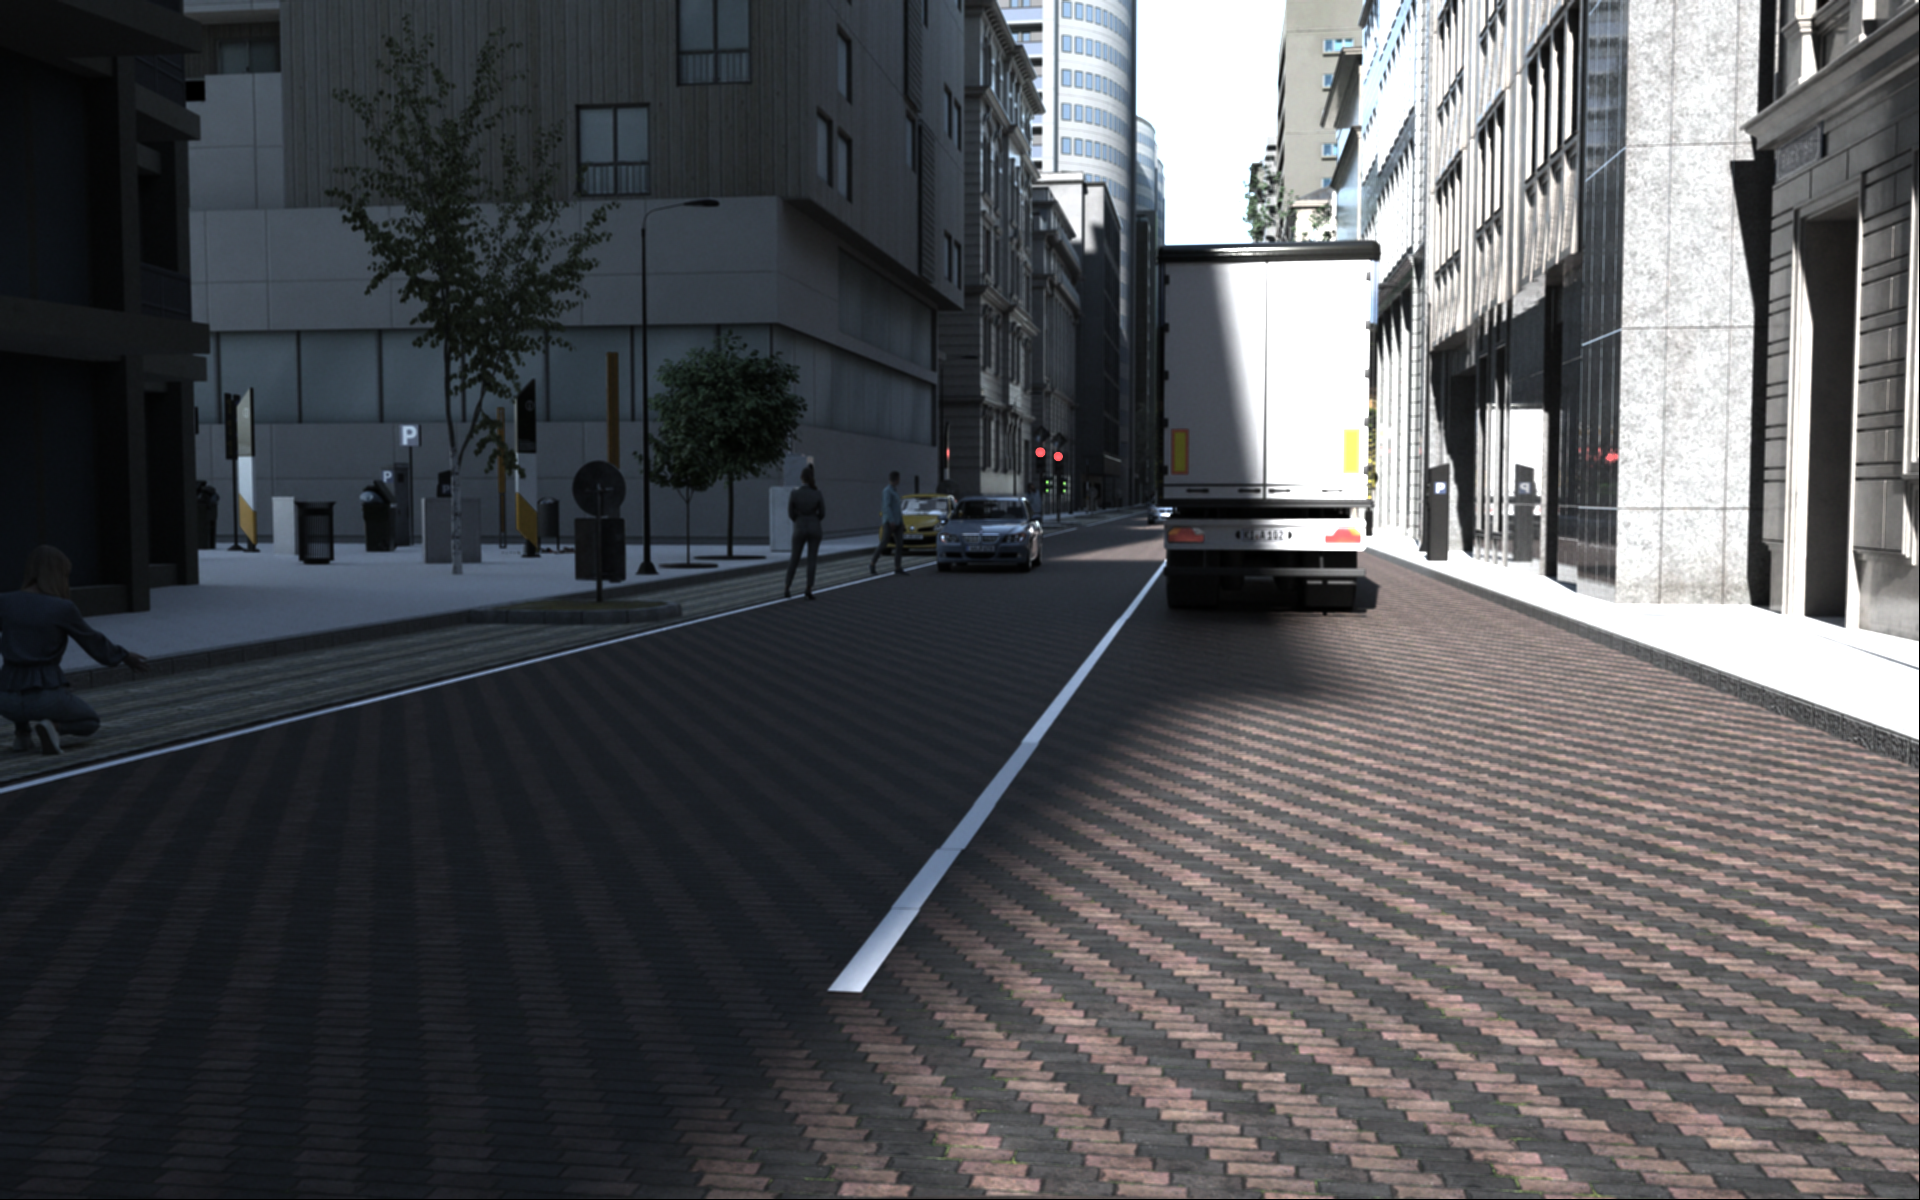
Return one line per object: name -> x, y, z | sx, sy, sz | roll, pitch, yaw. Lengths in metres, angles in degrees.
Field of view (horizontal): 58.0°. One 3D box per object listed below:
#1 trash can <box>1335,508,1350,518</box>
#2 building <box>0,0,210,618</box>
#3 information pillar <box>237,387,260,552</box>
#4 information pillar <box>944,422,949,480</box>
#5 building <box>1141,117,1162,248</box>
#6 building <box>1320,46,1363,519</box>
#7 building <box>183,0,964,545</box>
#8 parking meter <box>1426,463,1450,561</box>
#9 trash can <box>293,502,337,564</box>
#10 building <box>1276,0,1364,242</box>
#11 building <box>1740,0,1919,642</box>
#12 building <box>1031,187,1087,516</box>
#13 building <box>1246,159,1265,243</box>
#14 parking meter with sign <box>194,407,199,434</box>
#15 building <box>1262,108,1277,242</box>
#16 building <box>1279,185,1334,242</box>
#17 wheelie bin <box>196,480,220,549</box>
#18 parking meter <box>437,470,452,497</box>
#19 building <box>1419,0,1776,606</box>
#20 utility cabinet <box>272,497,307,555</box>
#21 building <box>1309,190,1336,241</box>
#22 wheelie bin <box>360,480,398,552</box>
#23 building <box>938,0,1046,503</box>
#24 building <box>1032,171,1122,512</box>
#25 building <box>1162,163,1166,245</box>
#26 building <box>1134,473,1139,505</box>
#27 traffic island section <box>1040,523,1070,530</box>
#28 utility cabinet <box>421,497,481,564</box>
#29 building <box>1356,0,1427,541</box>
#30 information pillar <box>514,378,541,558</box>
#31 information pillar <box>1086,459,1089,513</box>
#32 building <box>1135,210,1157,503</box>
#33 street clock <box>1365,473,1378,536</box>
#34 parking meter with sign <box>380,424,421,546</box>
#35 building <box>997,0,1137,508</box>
trash can -> 14.577, -3.327, 66.043 | 0.748, 1.137, 0.748 | 0, 3, 0
building -> -19.623, -21.787, 10.838 | 22.147, 44.769, 28.867 | 1, 4, 8
information pillar -> -15.743, -2.868, 38.252 | 0.504, 3.616, 0.183 | 2, 4, 31
information pillar -> -0.426, -3.957, 56.052 | 0.183, 3.616, 0.504 | 0, 4, 7
building -> 19.090, -44.215, 264.912 | 21.231, 58.520, 28.212 | 1, 4, 8
building -> 32.675, -15.194, 81.712 | 30.059, 22.955, 16.112 | 1, 4, 8
building -> -14.600, -28.624, 57.239 | 27.495, 52.752, 28.713 | 1, 4, 8
parking meter -> 9.117, -1.674, 33.084 | 0.399, 1.863, 0.255 | 0, 4, 0
trash can -> -11.820, -1.231, 31.783 | 0.748, 1.137, 0.748 | 0, 3, 0
building -> 40.760, -32.950, 162.436 | 21.300, 48.544, 21.600 | 1, 4, 8
building -> 12.383, -10.512, 8.030 | 11.583, 22.565, 21.152 | 1, 4, 8
building -> 0.870, -16.706, 114.948 | 13.314, 21.916, 24.055 | 1, 4, 8
building -> 58.583, -41.305, 264.574 | 28.713, 52.752, 27.495 | 1, 4, 8
parking meter with sign -> -15.733, -2.302, 33.895 | 0.543, 3.016, 1.738 | 1, 4, 19
building -> 47.880, -36.063, 209.232 | 23.786, 49.044, 30.456 | 1, 4, 8
building -> 31.897, -20.838, 137.969 | 12.463, 27.353, 25.104 | 1, 4, 8
wheelie bin -> -17.653, -1.980, 40.286 | 0.693, 1.594, 0.980 | 0, 4, 1
parking meter -> -11.989, -2.122, 40.409 | 0.399, 1.863, 0.255 | -1, 4, -14
building -> 15.009, -12.861, 28.302 | 12.078, 24.808, 19.932 | 1, 4, 8
utility cabinet -> -14.228, -1.568, 36.806 | 1.020, 1.237, 0.306 | 3, 5, 43
building -> 27.794, -16.054, 117.240 | 10.420, 20.320, 16.860 | 1, 4, 8
wheelie bin -> -12.999, -1.884, 38.716 | 0.693, 1.594, 0.980 | 0, 4, -3
building -> -3.496, -18.553, 90.723 | 14.401, 28.519, 23.554 | 1, 4, 8
building -> 5.172, -21.116, 138.758 | 14.314, 27.812, 24.014 | 1, 4, 8
building -> 23.613, -45.915, 292.710 | 21.231, 58.520, 28.212 | 1, 4, 8
building -> 11.649, -47.321, 211.950 | 20.563, 71.187, 20.611 | 1, 4, 8
traffic island section -> 3.294, -2.976, 70.945 | 2.009, 0.180, 2.903 | 1, 4, 8
utility cabinet -> -9.479, -1.291, 32.277 | 1.020, 1.237, 0.306 | -2, 4, -30
building -> 18.998, -16.849, 52.975 | 11.434, 29.767, 29.804 | 1, 4, 8
information pillar -> -8.760, -2.669, 34.998 | 0.183, 3.616, 0.504 | 3, 4, 36
information pillar -> 8.569, -7.660, 116.595 | 0.183, 3.616, 0.504 | 0, 4, 0
building -> 20.310, -34.249, 243.572 | 14.154, 41.232, 14.086 | 1, 4, 8
street clock -> 12.390, -2.930, 52.483 | 0.471, 2.002, 0.358 | -1, 4, -16
parking meter with sign -> -13.944, -2.837, 42.646 | 0.543, 3.016, 1.738 | 1, 4, 12
building -> 5.872, -38.273, 167.762 | 21.231, 58.520, 28.212 | 1, 4, 8
